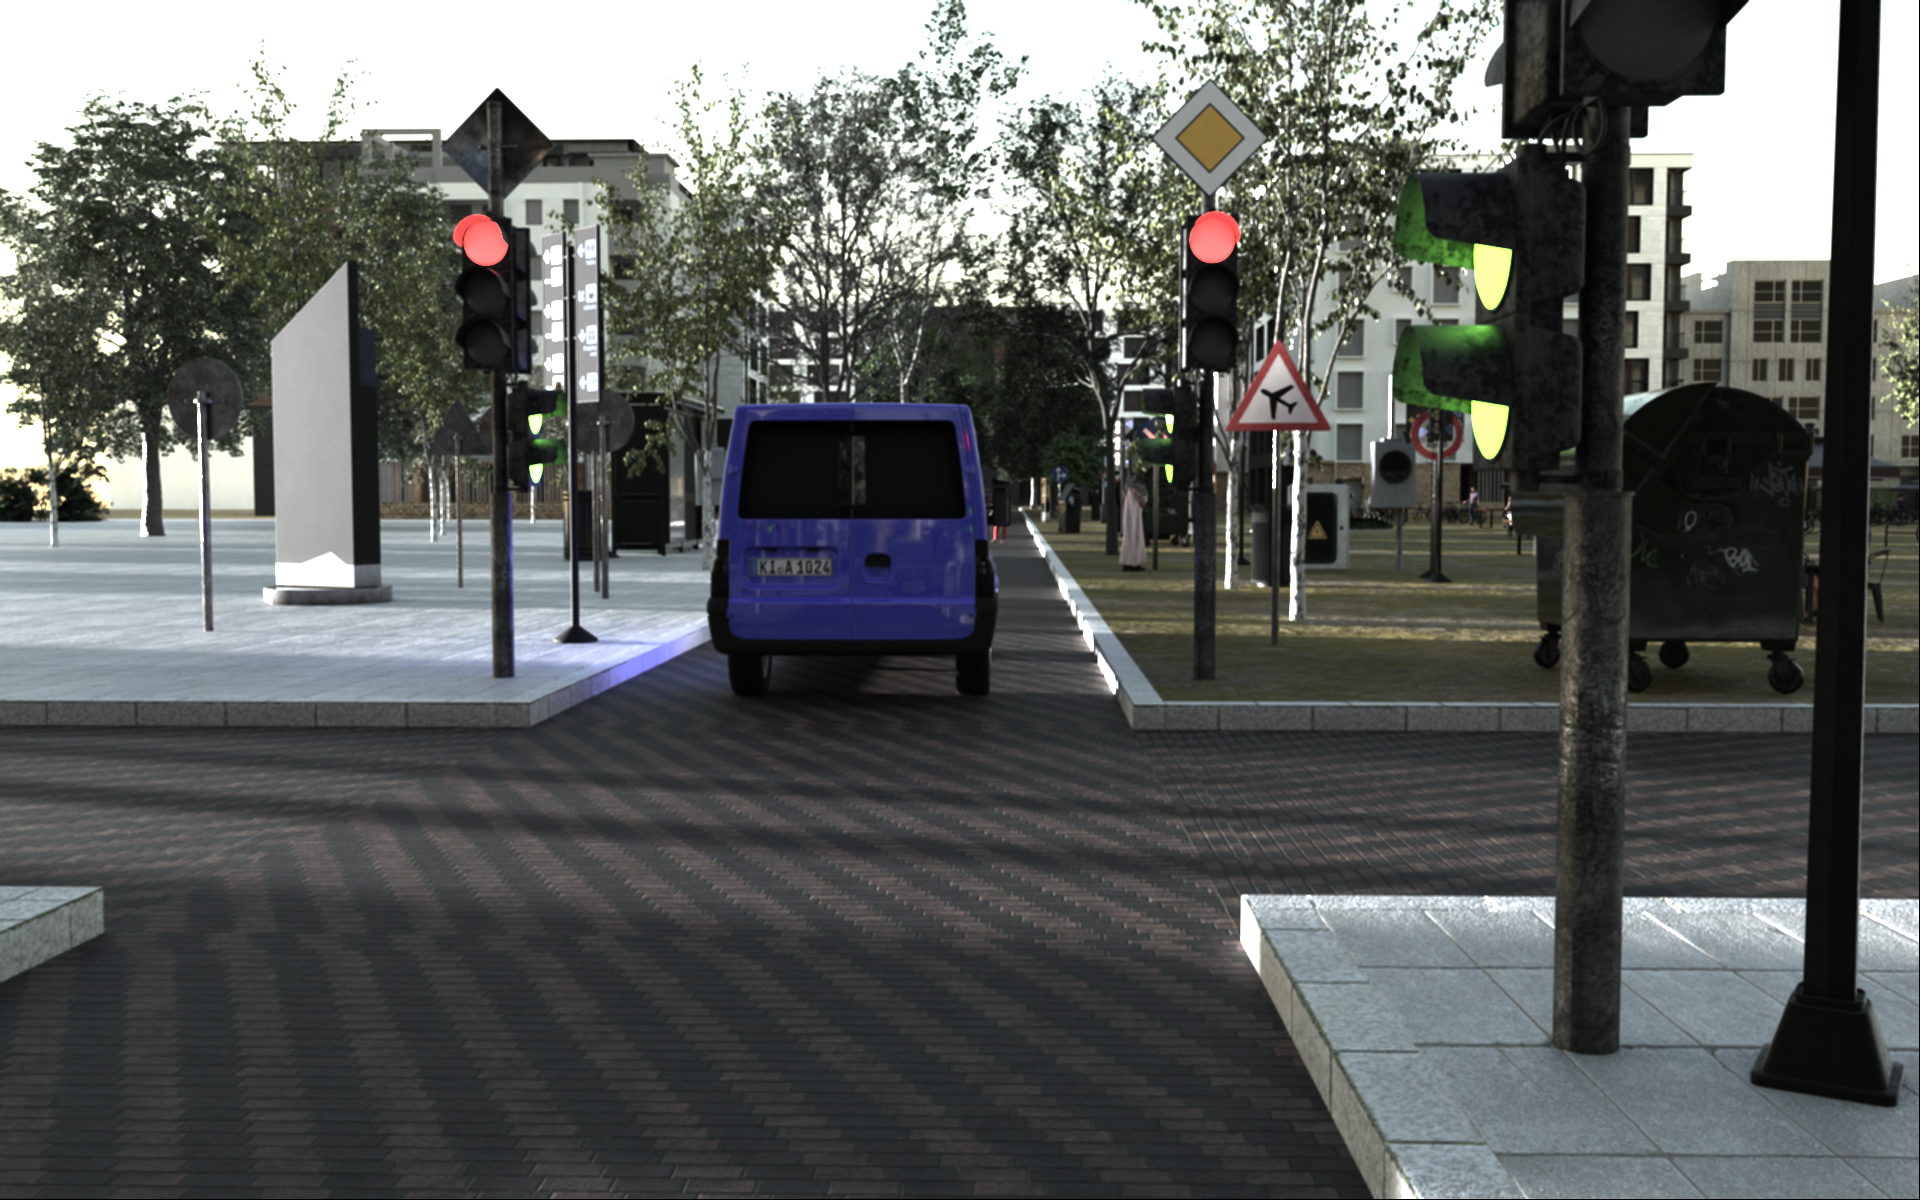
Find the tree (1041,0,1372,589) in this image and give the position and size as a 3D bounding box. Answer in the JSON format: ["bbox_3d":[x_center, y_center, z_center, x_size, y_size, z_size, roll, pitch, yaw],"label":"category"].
[{"bbox_3d":[3.535,-4.471,23.460,4.737,8.622,4.395,0,3,0],"label":"tree"}]

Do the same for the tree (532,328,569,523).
[{"bbox_3d":[-19.009,-7.781,77.583,4.360,8.622,3.978,0,3,0],"label":"tree"}]

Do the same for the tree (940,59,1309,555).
[{"bbox_3d":[3.357,-6.245,36.514,8.767,10.594,7.601,1,4,21],"label":"tree"}]

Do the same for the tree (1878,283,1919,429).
[{"bbox_3d":[33.685,-6.687,59.694,4.737,8.622,4.395,0,3,0],"label":"tree"}]

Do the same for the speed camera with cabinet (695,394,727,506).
[{"bbox_3d":[-4.232,-2.460,34.555,2.038,3.252,0.660,-1,4,-16],"label":"speed camera with cabinet"}]

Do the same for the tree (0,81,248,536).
[{"bbox_3d":[-25.035,-8.953,53.040,9.857,13.997,8.962,0,3,0],"label":"tree"}]

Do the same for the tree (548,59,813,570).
[{"bbox_3d":[-4.495,-4.823,29.212,4.737,8.622,4.395,0,3,0],"label":"tree"}]

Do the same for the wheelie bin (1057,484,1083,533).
[{"bbox_3d":[3.630,-3.003,57.002,0.693,1.594,0.980,-1,4,-21],"label":"wheelie bin"}]

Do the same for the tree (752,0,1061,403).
[{"bbox_3d":[-1.921,-12.773,64.726,12.611,20.169,13.585,0,3,0],"label":"tree"}]

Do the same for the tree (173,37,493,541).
[{"bbox_3d":[-10.738,-4.808,28.972,4.737,8.622,4.395,0,3,0],"label":"tree"}]

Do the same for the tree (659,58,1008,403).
[{"bbox_3d":[-3.547,-8.446,48.465,12.009,13.543,11.850,0,3,0],"label":"tree"}]

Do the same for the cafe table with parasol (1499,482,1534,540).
[{"bbox_3d":[16.427,-2.697,48.967,2.610,1.966,2.610,0,4,-2],"label":"cafe table with parasol"}]

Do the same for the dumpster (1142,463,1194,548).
[{"bbox_3d":[4.894,-2.429,42.213,1.502,2.255,1.985,0,4,2],"label":"dumpster"}]

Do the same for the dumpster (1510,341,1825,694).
[{"bbox_3d":[4.799,-0.575,11.892,1.502,2.255,1.985,0,4,2],"label":"dumpster"}]

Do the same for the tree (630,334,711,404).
[{"bbox_3d":[-13.010,-7.881,79.217,4.360,8.622,3.978,0,3,0],"label":"tree"}]

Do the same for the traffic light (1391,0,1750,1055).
[{"bbox_3d":[1.438,-0.917,3.919,0.839,4.253,0.868,0,4,2],"label":"traffic light"}]

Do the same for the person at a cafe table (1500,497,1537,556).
[{"bbox_3d":[12.295,-1.561,36.382,1.698,1.238,1.726,1,4,18],"label":"person at a cafe table"}]

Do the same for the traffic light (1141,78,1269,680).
[{"bbox_3d":[1.677,-1.405,11.900,0.839,4.253,0.868,0,4,2],"label":"traffic light"}]

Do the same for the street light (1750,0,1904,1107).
[{"bbox_3d":[1.365,-1.903,3.648,1.470,5.913,1.316,0,4,2],"label":"street light"}]

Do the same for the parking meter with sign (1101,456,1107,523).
[{"bbox_3d":[6.582,-4.964,77.422,0.543,3.016,1.738,1,4,9],"label":"parking meter with sign"}]

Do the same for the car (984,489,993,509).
[{"bbox_3d":[2.539,-7.803,136.252,2.281,1.827,5.304,0,4,3],"label":"car"}]

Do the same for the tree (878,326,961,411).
[{"bbox_3d":[-1.733,-12.067,114.308,9.611,12.733,9.660,0,3,0],"label":"tree"}]

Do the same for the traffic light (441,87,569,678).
[{"bbox_3d":[-3.183,-1.413,12.029,0.839,4.253,0.868,0,4,2],"label":"traffic light"}]

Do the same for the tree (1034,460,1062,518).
[{"bbox_3d":[4.737,-6.098,94.299,1.663,3.219,1.824,0,3,0],"label":"tree"}]

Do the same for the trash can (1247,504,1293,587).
[{"bbox_3d":[4.361,-0.760,24.088,0.748,1.137,0.748,0,3,0],"label":"trash can"}]

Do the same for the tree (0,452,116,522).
[{"bbox_3d":[-47.877,-10.687,76.557,13.155,14.587,18.604,1,4,19],"label":"tree"}]

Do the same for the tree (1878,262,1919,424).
[{"bbox_3d":[28.511,-6.054,49.349,4.360,8.622,3.978,0,3,0],"label":"tree"}]

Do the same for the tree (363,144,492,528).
[{"bbox_3d":[-22.188,-9.675,64.846,9.857,13.997,8.962,0,3,0],"label":"tree"}]

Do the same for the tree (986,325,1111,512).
[{"bbox_3d":[6.740,-13.426,126.165,9.857,13.997,8.962,0,3,0],"label":"tree"}]

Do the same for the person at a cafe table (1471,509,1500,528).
[{"bbox_3d":[20.443,-3.318,65.109,1.698,1.238,1.726,-1,4,-15],"label":"person at a cafe table"}]

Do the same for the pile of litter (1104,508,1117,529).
[{"bbox_3d":[6.125,-3.056,63.927,1.176,0.858,1.719,-2,4,-28],"label":"pile of litter"}]

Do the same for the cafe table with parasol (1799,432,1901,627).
[{"bbox_3d":[8.318,-0.772,17.486,2.610,1.966,2.610,-1,4,-11],"label":"cafe table with parasol"}]

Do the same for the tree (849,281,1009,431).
[{"bbox_3d":[-1.674,-9.545,81.816,9.928,11.665,9.643,0,3,0],"label":"tree"}]

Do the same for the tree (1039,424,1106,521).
[{"bbox_3d":[5.424,-5.981,81.495,4.285,4.588,4.351,0,3,0],"label":"tree"}]

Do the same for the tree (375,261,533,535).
[{"bbox_3d":[-16.488,-6.358,54.308,4.360,8.622,3.978,0,3,0],"label":"tree"}]

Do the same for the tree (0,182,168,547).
[{"bbox_3d":[-21.753,-5.593,41.814,4.360,8.622,3.978,0,3,0],"label":"tree"}]

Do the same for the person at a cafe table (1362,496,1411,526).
[{"bbox_3d":[17.089,-3.765,70.066,1.622,1.524,1.698,3,5,41],"label":"person at a cafe table"}]

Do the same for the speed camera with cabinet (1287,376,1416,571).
[{"bbox_3d":[6.516,-2.113,28.884,2.038,3.252,0.660,0,4,7],"label":"speed camera with cabinet"}]

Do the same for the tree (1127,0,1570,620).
[{"bbox_3d":[3.680,-4.104,17.464,4.360,8.622,3.978,0,3,0],"label":"tree"}]

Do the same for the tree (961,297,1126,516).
[{"bbox_3d":[5.063,-11.210,100.285,9.611,12.733,9.660,0,3,0],"label":"tree"}]

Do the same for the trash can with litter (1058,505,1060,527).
[{"bbox_3d":[4.166,-3.346,66.088,0.624,1.170,1.055,-2,4,-25],"label":"trash can with litter"}]
